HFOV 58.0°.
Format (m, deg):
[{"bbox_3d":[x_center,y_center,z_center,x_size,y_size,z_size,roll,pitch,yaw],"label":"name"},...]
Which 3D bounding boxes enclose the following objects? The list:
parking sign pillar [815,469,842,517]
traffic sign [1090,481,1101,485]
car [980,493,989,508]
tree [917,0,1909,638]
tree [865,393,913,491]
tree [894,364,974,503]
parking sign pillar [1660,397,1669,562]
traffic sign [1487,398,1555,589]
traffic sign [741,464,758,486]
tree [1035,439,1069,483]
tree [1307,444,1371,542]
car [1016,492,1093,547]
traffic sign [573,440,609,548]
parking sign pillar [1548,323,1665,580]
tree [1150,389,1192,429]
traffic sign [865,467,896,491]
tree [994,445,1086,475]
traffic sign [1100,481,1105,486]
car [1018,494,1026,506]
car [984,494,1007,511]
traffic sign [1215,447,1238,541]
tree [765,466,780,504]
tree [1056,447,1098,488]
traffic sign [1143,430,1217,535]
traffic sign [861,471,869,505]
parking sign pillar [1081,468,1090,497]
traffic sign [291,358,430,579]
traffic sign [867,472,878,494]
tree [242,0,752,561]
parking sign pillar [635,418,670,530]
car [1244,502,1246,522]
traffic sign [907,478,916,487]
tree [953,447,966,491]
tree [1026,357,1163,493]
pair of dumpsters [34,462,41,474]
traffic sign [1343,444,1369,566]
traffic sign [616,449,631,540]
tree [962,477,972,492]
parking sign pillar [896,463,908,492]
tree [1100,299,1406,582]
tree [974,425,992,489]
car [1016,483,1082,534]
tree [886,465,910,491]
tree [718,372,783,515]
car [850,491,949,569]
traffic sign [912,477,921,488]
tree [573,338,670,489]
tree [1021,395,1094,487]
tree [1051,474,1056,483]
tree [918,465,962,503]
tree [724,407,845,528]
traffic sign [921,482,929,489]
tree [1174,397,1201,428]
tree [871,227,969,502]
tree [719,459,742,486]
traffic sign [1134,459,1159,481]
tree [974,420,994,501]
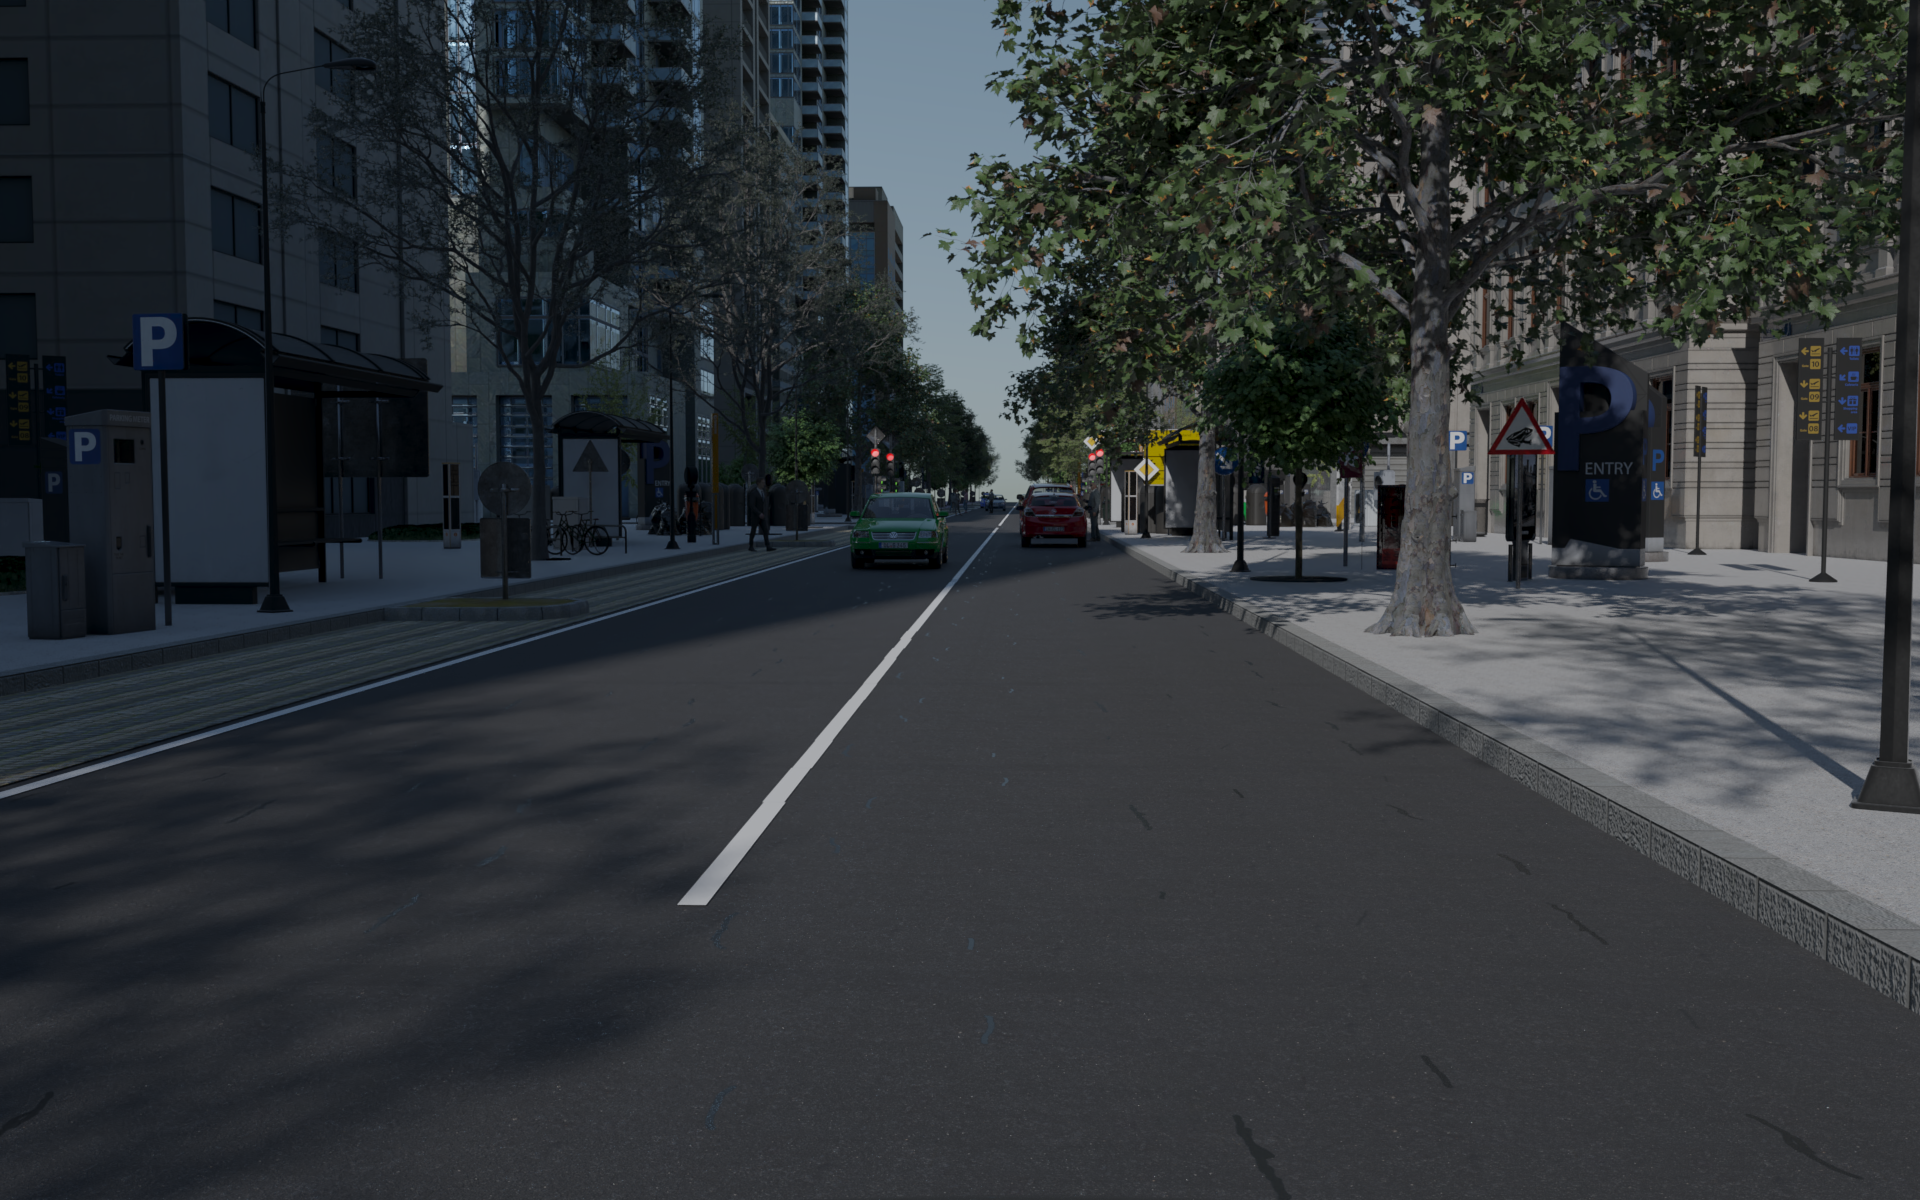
[{"bbox_3d":[-7.311,-6.631,96.895,1.447,3.967,1.447,-1,4,-16],"label":"parking sign pillar"},{"bbox_3d":[7.870,-6.231,101.879,0.884,2.594,0.081,0,4,5],"label":"traffic sign"},{"bbox_3d":[2.979,-10.226,176.787,1.945,1.707,3.694,0,4,4],"label":"car"},{"bbox_3d":[4.390,-6.034,15.672,9.611,12.733,9.660,0,3,0],"label":"tree"},{"bbox_3d":[-4.824,-10.301,118.790,4.360,8.622,3.978,0,3,0],"label":"tree"},{"bbox_3d":[-3.098,-14.229,150.776,7.486,12.596,7.792,0,3,0],"label":"tree"},{"bbox_3d":[12.857,-2.736,33.205,1.447,3.967,1.447,-2,4,-28],"label":"parking sign pillar"},{"bbox_3d":[7.577,-1.434,23.442,0.884,2.594,0.081,0,4,7],"label":"traffic sign"},{"bbox_3d":[-8.836,-4.446,72.802,0.768,2.556,0.104,1,4,9],"label":"traffic sign"},{"bbox_3d":[9.750,-13.457,170.392,4.737,8.622,4.395,0,3,0],"label":"tree"},{"bbox_3d":[10.584,-5.875,46.417,4.737,8.622,4.395,0,3,0],"label":"tree"},{"bbox_3d":[2.615,-2.387,48.072,2.155,1.783,4.494,0,4,3],"label":"car"},{"bbox_3d":[-8.854,-2.538,41.506,0.884,2.594,0.081,0,4,5],"label":"traffic sign"},{"bbox_3d":[9.754,-2.318,26.373,1.447,3.967,1.447,2,4,32],"label":"parking sign pillar"},{"bbox_3d":[14.008,-10.256,118.054,4.360,8.622,3.978,0,3,0],"label":"tree"},{"bbox_3d":[-5.681,-7.953,123.911,2.265,3.308,0.079,1,4,11],"label":"traffic sign"},{"bbox_3d":[13.370,-20.182,240.342,12.009,13.543,11.850,0,3,0],"label":"tree"},{"bbox_3d":[8.410,-6.256,102.387,0.768,2.556,0.104,1,4,8],"label":"traffic sign"},{"bbox_3d":[7.448,-11.306,194.636,2.009,1.686,4.222,0,4,3],"label":"car"},{"bbox_3d":[3.041,-8.321,148.053,2.014,1.417,4.499,0,4,2],"label":"car"},{"bbox_3d":[7.173,-2.871,47.055,0.768,2.556,0.104,0,4,4],"label":"traffic sign"},{"bbox_3d":[-12.923,-7.522,117.586,1.663,3.219,1.824,0,3,0],"label":"tree"},{"bbox_3d":[7.780,-6.157,84.378,4.285,4.588,4.351,0,3,0],"label":"tree"},{"bbox_3d":[6.824,-3.669,53.853,2.265,3.308,0.079,0,4,6],"label":"traffic sign"},{"bbox_3d":[-5.340,-5.969,97.695,0.768,2.556,0.104,0,4,5],"label":"traffic sign"},{"bbox_3d":[10.032,-8.976,135.229,1.447,3.967,1.447,-3,5,-39],"label":"parking sign pillar"},{"bbox_3d":[-9.073,-1.975,26.162,2.265,3.308,0.079,1,4,12],"label":"traffic sign"},{"bbox_3d":[-4.850,-5.941,97.235,0.768,2.556,0.104,0,4,5],"label":"traffic sign"},{"bbox_3d":[-8.113,-7.501,33.013,12.009,13.543,11.850,0,3,0],"label":"tree"},{"bbox_3d":[-10.892,-4.493,61.938,1.447,3.967,1.447,3,5,42],"label":"parking sign pillar"},{"bbox_3d":[10.765,-4.145,76.570,4.718,1.807,1.959,0,4,0],"label":"car"},{"bbox_3d":[-3.689,-7.736,126.492,0.884,2.594,0.081,0,4,6],"label":"traffic sign"},{"bbox_3d":[-0.664,-15.891,210.182,4.737,8.622,4.395,0,3,0],"label":"tree"},{"bbox_3d":[7.748,-10.854,95.590,7.486,12.596,7.792,0,3,0],"label":"tree"},{"bbox_3d":[-10.614,-1.278,23.385,1.574,2.255,4.437,0,4,2],"label":"pair of dumpsters"},{"bbox_3d":[6.839,-1.868,30.654,0.768,2.556,0.104,0,4,7],"label":"traffic sign"},{"bbox_3d":[-9.504,-2.928,47.982,0.768,2.556,0.104,0,4,6],"label":"traffic sign"},{"bbox_3d":[0.129,-15.140,231.259,4.285,4.588,4.351,0,3,0],"label":"tree"},{"bbox_3d":[-4.661,-8.830,132.845,1.447,3.967,1.447,-1,4,-22],"label":"parking sign pillar"},{"bbox_3d":[5.009,-2.573,25.775,4.285,4.588,4.351,0,3,0],"label":"tree"},{"bbox_3d":[0.633,-20.414,251.897,7.486,12.596,7.792,0,3,0],"label":"tree"},{"bbox_3d":[3.114,-3.145,60.092,2.281,1.827,5.304,0,4,0],"label":"car"},{"bbox_3d":[-4.159,-7.298,113.927,1.663,3.219,1.824,0,3,0],"label":"tree"},{"bbox_3d":[-12.801,-9.498,105.646,4.737,8.622,4.395,0,3,0],"label":"tree"},{"bbox_3d":[-1.180,-1.587,34.740,1.959,1.807,4.718,0,4,2],"label":"car"},{"bbox_3d":[-3.267,-7.905,129.349,0.768,2.556,0.104,0,4,7],"label":"traffic sign"},{"bbox_3d":[-16.225,-8.087,82.579,4.737,8.622,4.395,0,3,0],"label":"tree"},{"bbox_3d":[7.906,-11.729,126.177,7.601,10.594,8.767,-2,4,-24],"label":"tree"},{"bbox_3d":[11.276,-12.254,184.069,4.285,4.588,4.351,0,3,0],"label":"tree"},{"bbox_3d":[-2.486,-11.511,171.922,4.285,4.588,4.351,0,3,0],"label":"tree"},{"bbox_3d":[-5.956,-5.005,65.538,4.285,4.588,4.351,0,3,0],"label":"tree"},{"bbox_3d":[-2.857,-8.540,141.759,0.606,2.300,0.079,1,4,8],"label":"traffic sign"},{"bbox_3d":[16.577,-10.688,125.116,4.737,8.622,4.395,0,3,0],"label":"tree"},{"bbox_3d":[-6.305,-8.780,53.931,12.009,13.543,11.850,0,3,0],"label":"tree"},{"bbox_3d":[-13.066,-6.139,94.975,1.663,3.219,1.824,0,3,0],"label":"tree"},{"bbox_3d":[5.777,-3.212,53.709,0.795,2.450,0.064,0,4,3],"label":"traffic sign"},{"bbox_3d":[1.167,-21.947,269.194,12.009,13.543,11.850,0,3,0],"label":"tree"}]
